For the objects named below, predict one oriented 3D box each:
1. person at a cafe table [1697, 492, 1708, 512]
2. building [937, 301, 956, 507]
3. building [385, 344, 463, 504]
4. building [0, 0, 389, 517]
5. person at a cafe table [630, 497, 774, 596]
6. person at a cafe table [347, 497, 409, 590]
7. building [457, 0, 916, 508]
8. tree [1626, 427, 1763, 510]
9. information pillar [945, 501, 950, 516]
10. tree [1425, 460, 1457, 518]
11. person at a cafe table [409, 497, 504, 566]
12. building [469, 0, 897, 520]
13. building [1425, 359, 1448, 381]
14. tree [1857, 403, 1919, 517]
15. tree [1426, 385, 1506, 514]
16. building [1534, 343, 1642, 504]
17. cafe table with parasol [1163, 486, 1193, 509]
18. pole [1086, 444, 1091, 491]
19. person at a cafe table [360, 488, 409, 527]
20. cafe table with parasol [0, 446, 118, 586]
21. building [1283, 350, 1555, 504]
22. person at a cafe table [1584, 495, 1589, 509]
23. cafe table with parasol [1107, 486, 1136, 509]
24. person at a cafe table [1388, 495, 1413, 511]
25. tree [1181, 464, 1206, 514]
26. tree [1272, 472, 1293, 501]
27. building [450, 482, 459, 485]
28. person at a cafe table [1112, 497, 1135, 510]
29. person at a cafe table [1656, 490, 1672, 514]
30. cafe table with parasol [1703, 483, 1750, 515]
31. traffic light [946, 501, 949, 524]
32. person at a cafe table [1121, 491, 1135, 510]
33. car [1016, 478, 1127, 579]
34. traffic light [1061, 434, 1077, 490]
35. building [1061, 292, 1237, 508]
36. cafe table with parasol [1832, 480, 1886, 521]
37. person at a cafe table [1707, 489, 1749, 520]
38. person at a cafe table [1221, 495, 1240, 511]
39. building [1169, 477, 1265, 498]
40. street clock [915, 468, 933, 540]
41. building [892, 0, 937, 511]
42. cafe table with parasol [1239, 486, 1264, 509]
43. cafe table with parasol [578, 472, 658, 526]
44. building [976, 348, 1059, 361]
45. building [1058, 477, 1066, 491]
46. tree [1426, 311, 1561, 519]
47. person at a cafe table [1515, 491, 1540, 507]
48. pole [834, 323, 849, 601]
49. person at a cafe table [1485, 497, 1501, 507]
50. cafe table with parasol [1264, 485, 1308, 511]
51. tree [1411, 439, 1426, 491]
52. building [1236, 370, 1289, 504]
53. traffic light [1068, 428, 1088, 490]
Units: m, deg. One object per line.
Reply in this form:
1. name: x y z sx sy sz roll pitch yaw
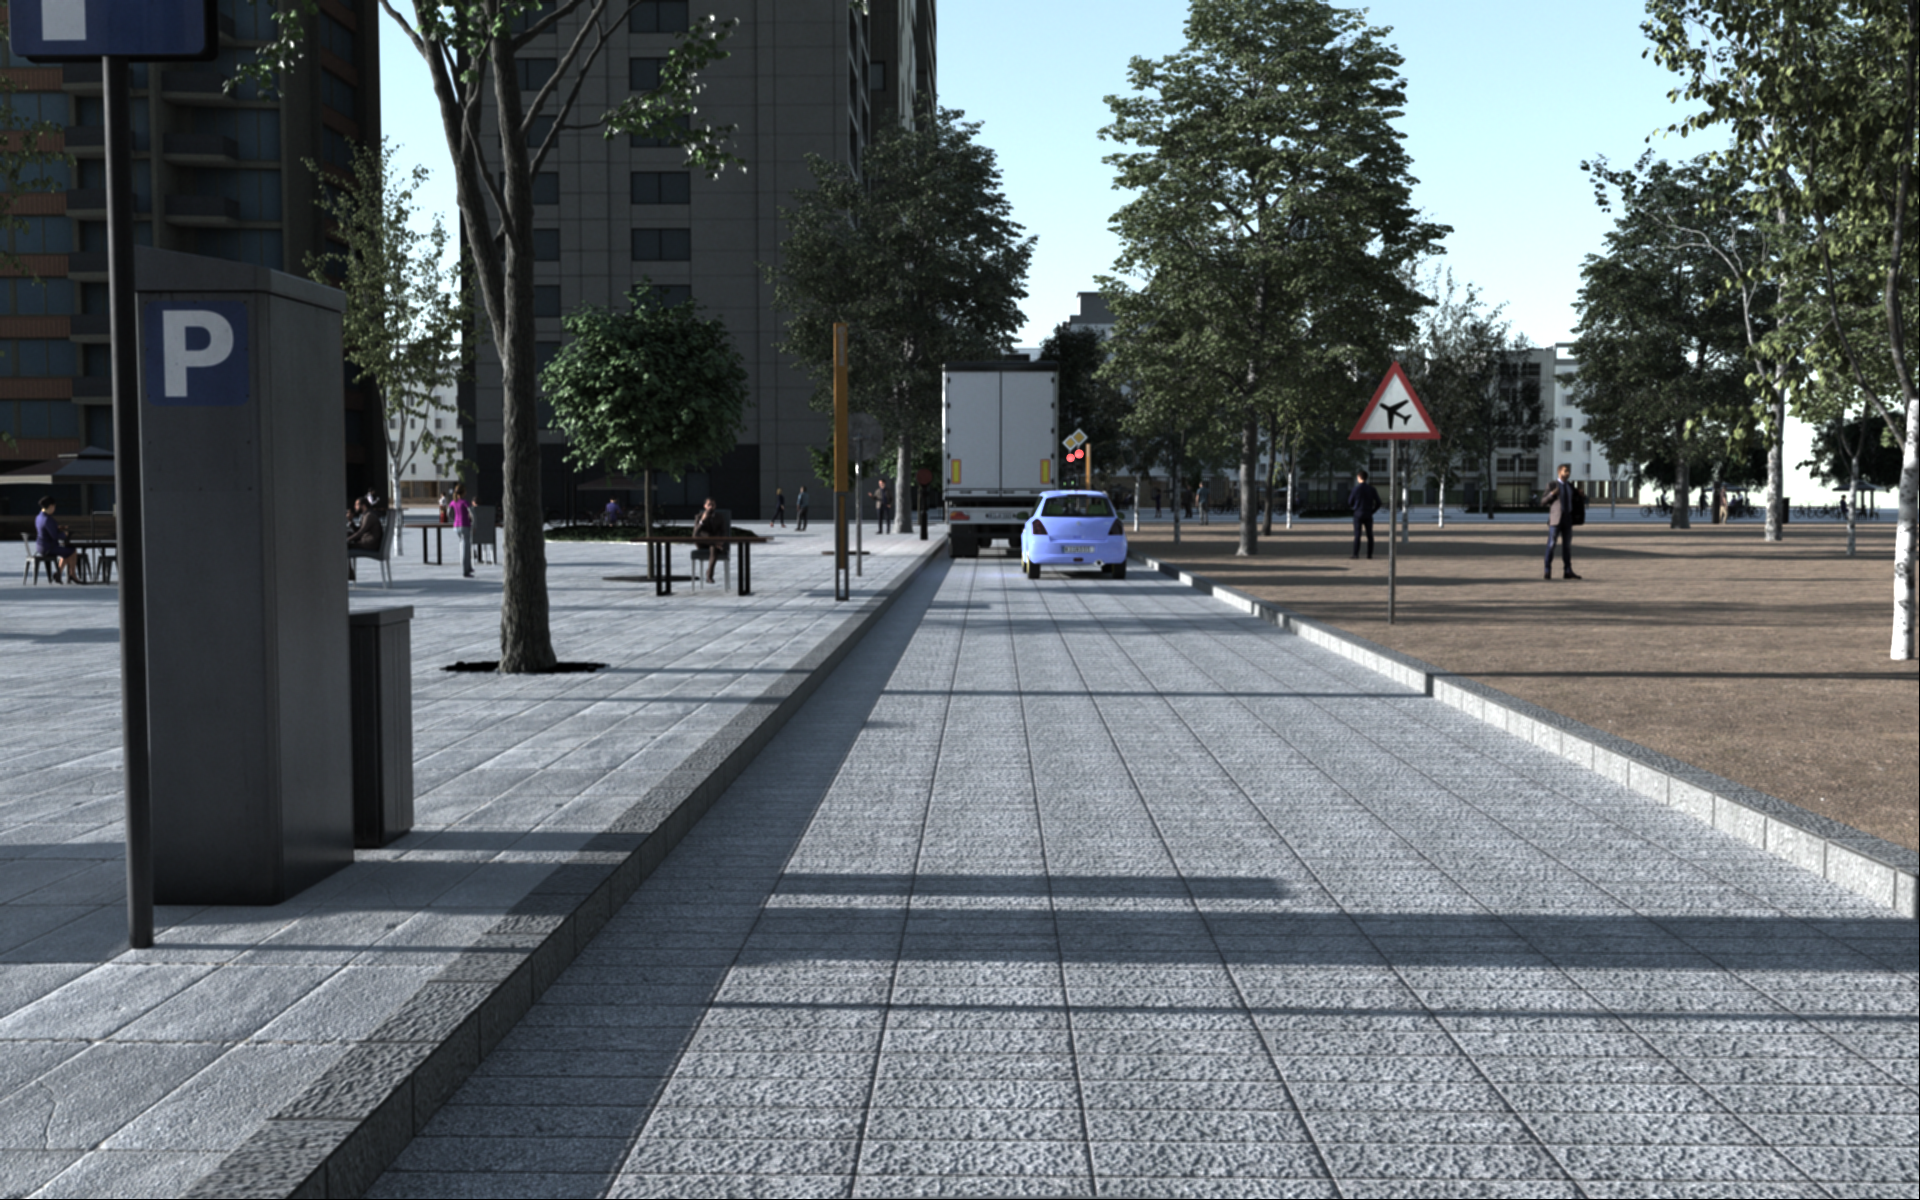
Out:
1. person at a cafe table: 54.100 -7.165 125.670 1.698 1.524 1.622 3 5 39
2. building: -14.800 -20.180 173.912 27.936 21.610 32.646 0 4 1
3. building: -67.081 -22.479 223.959 11.380 20.091 16.016 0 4 1
4. building: -47.368 -26.874 94.008 28.867 44.769 22.147 0 4 1
5. person at a cafe table: -3.277 -0.711 22.489 1.698 1.238 1.726 0 4 -1
6. person at a cafe table: -8.502 -0.760 23.290 1.726 1.238 1.698 0 4 -7
7. building: -16.846 -32.312 117.532 28.713 52.752 27.495 0 4 1
8. tree: 59.350 -10.755 138.742 11.467 7.101 20.602 -1 4 -10
9. information pillar: -0.660 -5.899 100.941 0.304 2.012 0.304 -3 4 -36
10. tree: 26.608 -6.149 95.132 1.663 3.219 1.824 0 3 0
11. person at a cafe table: -8.973 -1.263 31.507 1.698 1.238 1.726 -3 4 -37
12. building: -13.171 -40.013 92.459 20.563 71.187 20.611 0 4 1
13. building: 63.494 -24.046 249.576 11.380 20.091 16.016 0 4 1
14. tree: 56.733 -8.658 104.456 11.467 7.101 20.602 1 4 15
15. tree: 32.983 -9.776 110.194 4.737 8.622 4.395 0 3 0
16. building: 78.978 -22.362 222.031 11.380 20.091 16.016 0 4 1
17. cafe table with parasol: 18.247 -8.522 144.197 2.610 1.966 2.610 1 4 15
18. pole: 5.197 -4.667 70.156 0.158 3.312 0.155 0 3 0
19. person at a cafe table: -22.409 -3.572 66.924 1.622 1.524 1.698 -3 4 -37
20. cafe table with parasol: -12.436 -1.221 24.828 2.610 1.966 2.610 0 4 6
21. building: 57.401 -21.732 221.782 31.486 18.905 16.747 0 4 1
22. person at a cafe table: 52.402 -8.261 145.931 1.698 1.238 1.726 0 4 -8
23. cafe table with parasol: 14.041 -8.907 150.496 2.610 1.966 2.610 2 4 28
24. person at a cafe table: 33.550 -7.395 131.776 1.726 1.238 1.698 1 4 18
25. tree: 15.438 -7.196 112.251 1.663 3.219 1.824 0 3 0
26. tree: 25.301 -8.634 135.775 1.663 3.219 1.824 0 3 0
27. building: -58.573 -23.558 251.635 31.486 18.905 16.747 0 4 1
28. person at a cafe table: 13.224 -7.946 140.772 1.726 1.238 1.698 2 4 35
29. person at a cafe table: 46.294 -6.388 112.958 1.622 1.524 1.698 0 4 6
30. cafe table with parasol: 45.932 -6.061 103.970 2.610 1.966 2.610 3 5 41
31. traffic light: -0.525 -5.191 73.794 0.839 4.253 0.868 0 4 1
32. person at a cafe table: 13.730 -8.209 142.726 1.622 1.524 1.698 3 4 36
33. car: 1.969 -1.281 30.528 1.945 1.707 3.694 0 3 0
34. traffic light: 5.181 -5.674 81.693 0.839 4.253 0.868 0 4 1
35. building: 17.628 -19.029 167.545 16.016 20.091 11.380 0 4 1
36. cafe table with parasol: 43.169 -4.790 83.175 2.610 1.966 2.610 1 4 8
37. person at a cafe table: 39.061 -4.845 87.729 1.622 1.524 1.698 1 4 12
38. person at a cafe table: 20.636 -7.434 132.411 1.698 1.238 1.726 1 4 9
39. building: 43.451 -18.618 246.555 28.070 9.664 9.099 0 4 1
40. street clock: -1.007 -2.678 48.358 0.471 2.002 0.358 -1 4 -10
41. building: -12.890 -31.706 142.094 21.300 48.544 21.600 0 4 1
42. cafe table with parasol: 23.931 -8.287 140.363 2.610 1.966 2.610 1 4 15
43. cafe table with parasol: -10.565 -2.977 53.546 2.610 1.966 2.610 -2 4 -24
44. building: 1.884 -25.200 255.995 32.646 21.610 27.936 0 4 1
45. building: 14.382 -16.786 216.605 9.099 9.664 28.070 0 4 1
46. tree: 26.994 -9.449 88.900 7.601 10.594 8.767 0 4 8
47. person at a cafe table: 46.056 -8.050 140.137 1.622 1.524 1.698 0 4 -8
48. pole: -1.421 -1.644 20.730 0.158 3.312 0.155 0 3 0
49. person at a cafe table: 43.350 -7.975 141.250 1.698 1.238 1.726 2 4 27
50. cafe table with parasol: 24.518 -7.557 128.428 2.610 1.966 2.610 3 4 37
51. tree: 37.444 -11.262 134.491 4.737 8.622 4.395 0 3 0
52. building: 35.680 -22.444 223.374 11.380 20.091 16.016 0 4 1
53. traffic light: 5.036 -5.186 73.709 0.839 4.253 0.868 0 4 1
